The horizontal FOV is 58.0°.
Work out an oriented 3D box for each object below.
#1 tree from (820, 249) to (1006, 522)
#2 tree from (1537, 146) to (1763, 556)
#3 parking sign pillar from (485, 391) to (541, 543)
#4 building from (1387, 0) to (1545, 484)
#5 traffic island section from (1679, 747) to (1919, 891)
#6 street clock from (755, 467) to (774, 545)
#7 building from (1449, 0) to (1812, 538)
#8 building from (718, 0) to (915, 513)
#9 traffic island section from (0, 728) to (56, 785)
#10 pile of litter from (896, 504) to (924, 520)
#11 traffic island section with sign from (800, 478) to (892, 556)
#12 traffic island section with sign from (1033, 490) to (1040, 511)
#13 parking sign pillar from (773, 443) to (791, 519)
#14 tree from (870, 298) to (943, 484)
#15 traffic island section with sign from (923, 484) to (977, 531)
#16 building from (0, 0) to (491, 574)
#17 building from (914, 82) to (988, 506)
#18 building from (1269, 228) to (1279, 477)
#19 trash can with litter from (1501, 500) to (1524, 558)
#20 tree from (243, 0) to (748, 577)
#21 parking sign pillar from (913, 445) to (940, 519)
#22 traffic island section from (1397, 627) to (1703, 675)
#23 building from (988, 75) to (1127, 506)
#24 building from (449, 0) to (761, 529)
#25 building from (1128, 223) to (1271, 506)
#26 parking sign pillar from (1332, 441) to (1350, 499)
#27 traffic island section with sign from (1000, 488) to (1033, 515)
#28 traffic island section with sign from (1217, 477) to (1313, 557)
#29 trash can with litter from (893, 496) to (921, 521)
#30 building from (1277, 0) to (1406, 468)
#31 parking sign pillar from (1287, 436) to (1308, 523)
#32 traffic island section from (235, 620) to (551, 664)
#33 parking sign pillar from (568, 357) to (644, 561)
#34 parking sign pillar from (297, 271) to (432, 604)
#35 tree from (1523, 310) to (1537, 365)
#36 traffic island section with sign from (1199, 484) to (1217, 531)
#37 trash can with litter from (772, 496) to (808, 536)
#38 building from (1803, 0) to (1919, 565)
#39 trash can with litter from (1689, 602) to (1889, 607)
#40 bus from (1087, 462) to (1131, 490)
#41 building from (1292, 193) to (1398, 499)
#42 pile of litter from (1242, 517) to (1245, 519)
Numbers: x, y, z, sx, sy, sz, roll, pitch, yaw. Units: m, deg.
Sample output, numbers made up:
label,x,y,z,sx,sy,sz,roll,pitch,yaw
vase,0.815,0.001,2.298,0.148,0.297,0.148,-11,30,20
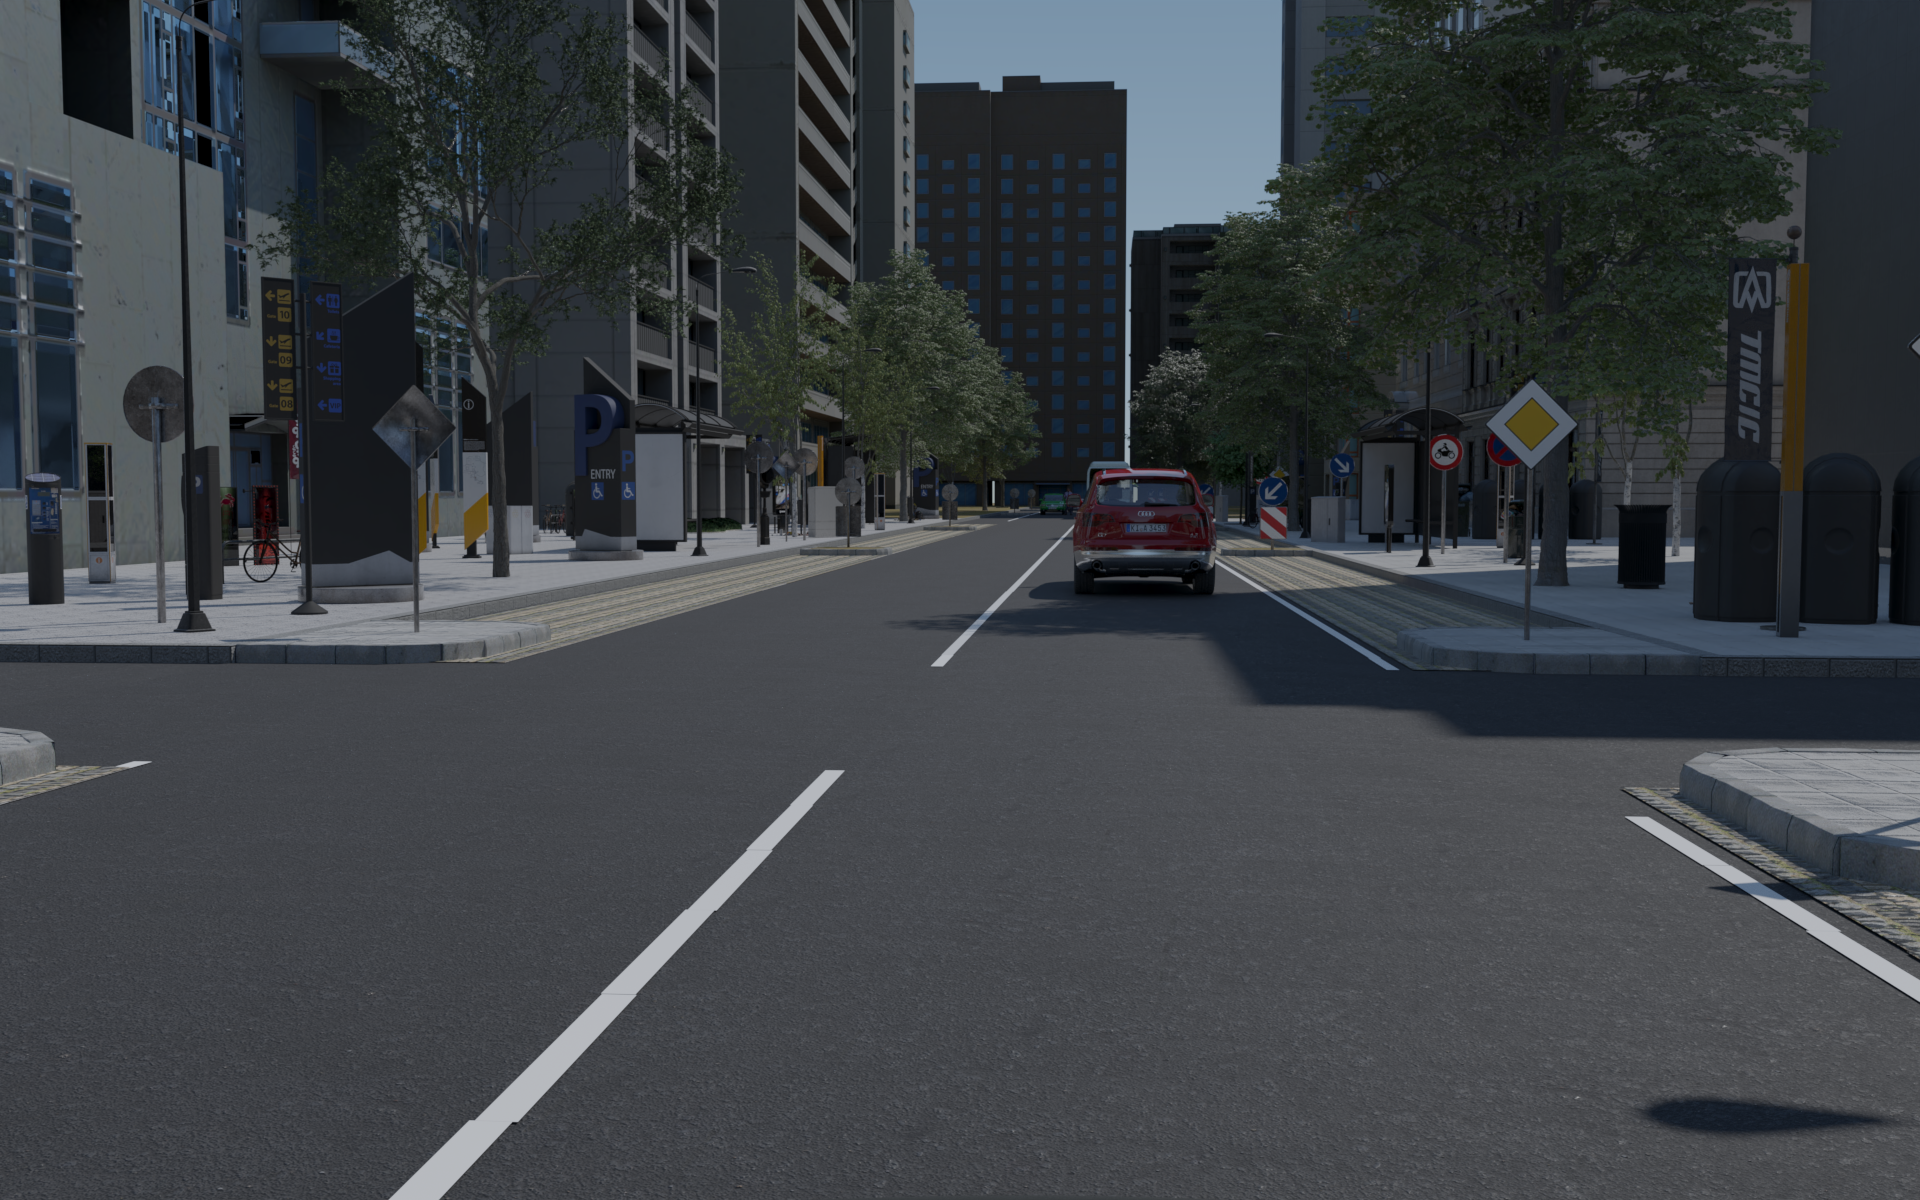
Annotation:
label,x,y,z,sx,sy,sz,roll,pitch,yaw
tree,-2.628,-9.907,80.106,7.486,12.596,7.792,0,3,0
tree,14.530,-5.207,35.499,4.737,8.622,4.395,0,3,0
parking sign pillar,-11.869,-3.511,45.878,1.447,3.967,1.447,1,4,10
building,27.730,-17.895,78.488,13.634,28.700,20.117,0,4,5
traffic island section,4.331,0.919,7.259,2.009,0.180,2.903,0,4,5
street clock,-4.921,-2.388,43.616,0.358,2.002,0.471,3,4,38
building,23.765,-11.900,59.187,10.561,19.102,19.286,0,4,5
building,-15.521,-32.146,149.285,21.600,48.544,21.300,0,4,5
traffic island section,-5.725,0.867,8.104,2.009,0.180,2.903,0,4,5
pile of litter,-2.545,-4.457,86.840,1.719,0.858,1.176,-1,4,-16
traffic island section with sign,-2.642,-1.975,40.925,1.989,1.847,2.006,0,4,5
traffic island section with sign,6.055,-8.318,144.626,1.989,1.847,2.006,0,4,5
parking sign pillar,-9.327,-6.131,88.709,1.447,3.967,1.447,0,4,-5
tree,-3.363,-6.963,64.205,4.737,8.622,4.395,0,3,0
traffic island section with sign,-0.356,-3.638,68.103,1.989,1.847,2.006,0,4,5
building,-25.440,-44.384,38.353,22.319,86.520,31.000,0,4,5
building,-3.353,-32.963,189.063,14.200,45.320,14.600,0,4,5
building,39.455,-25.344,186.083,14.107,30.474,14.160,0,4,5
trash can with litter,11.154,-1.436,34.873,0.624,1.170,1.055,1,4,11
tree,-6.983,-5.649,26.779,8.767,10.594,7.601,1,4,14
parking sign pillar,-1.770,-6.165,89.272,1.447,3.967,1.447,1,4,23
traffic island section,4.997,0.432,15.216,2.009,0.180,2.903,0,4,5
building,10.868,-32.938,188.643,14.200,45.320,14.600,0,4,5
building,-19.077,-38.771,72.150,20.563,71.187,20.611,0,4,5
building,25.446,-25.452,187.838,14.107,30.474,14.160,0,4,5
parking sign pillar,19.209,-6.047,87.333,1.447,3.967,1.447,2,4,34
traffic island section with sign,3.769,-6.655,117.440,1.989,1.847,2.006,0,4,5
traffic island section with sign,7.113,-1.940,40.348,1.989,1.847,2.006,0,4,5
trash can with litter,-2.686,-4.445,83.731,1.678,1.210,2.233,2,4,26
building,36.707,-36.616,140.668,21.231,58.520,28.212,0,4,5
parking sign pillar,14.887,-5.346,75.871,1.447,3.967,1.447,0,4,-3
traffic island section,-5.058,0.380,16.061,2.009,0.180,2.903,0,4,5
parking sign pillar,-6.916,-2.767,33.719,1.447,3.967,1.447,3,4,36
parking sign pillar,-7.225,-1.977,20.789,1.447,3.967,1.447,-3,5,-39
tree,15.324,-5.475,39.872,4.737,8.622,4.395,0,3,0
traffic island section with sign,9.364,-3.583,67.210,1.989,1.847,2.006,0,4,5
trash can with litter,-4.895,-2.580,53.241,1.678,1.210,2.233,-3,4,-39
building,28.476,-14.274,26.886,24.014,27.812,14.314,0,4,5
trash can with litter,9.720,-0.556,20.147,2.233,1.210,1.678,2,4,24
bus,9.194,-6.739,105.038,2.948,3.499,13.247,0,4,6
building,37.108,-16.384,112.924,27.650,21.520,28.899,0,4,5
pile of litter,14.993,-4.498,87.505,1.176,0.858,1.719,-1,4,-22
